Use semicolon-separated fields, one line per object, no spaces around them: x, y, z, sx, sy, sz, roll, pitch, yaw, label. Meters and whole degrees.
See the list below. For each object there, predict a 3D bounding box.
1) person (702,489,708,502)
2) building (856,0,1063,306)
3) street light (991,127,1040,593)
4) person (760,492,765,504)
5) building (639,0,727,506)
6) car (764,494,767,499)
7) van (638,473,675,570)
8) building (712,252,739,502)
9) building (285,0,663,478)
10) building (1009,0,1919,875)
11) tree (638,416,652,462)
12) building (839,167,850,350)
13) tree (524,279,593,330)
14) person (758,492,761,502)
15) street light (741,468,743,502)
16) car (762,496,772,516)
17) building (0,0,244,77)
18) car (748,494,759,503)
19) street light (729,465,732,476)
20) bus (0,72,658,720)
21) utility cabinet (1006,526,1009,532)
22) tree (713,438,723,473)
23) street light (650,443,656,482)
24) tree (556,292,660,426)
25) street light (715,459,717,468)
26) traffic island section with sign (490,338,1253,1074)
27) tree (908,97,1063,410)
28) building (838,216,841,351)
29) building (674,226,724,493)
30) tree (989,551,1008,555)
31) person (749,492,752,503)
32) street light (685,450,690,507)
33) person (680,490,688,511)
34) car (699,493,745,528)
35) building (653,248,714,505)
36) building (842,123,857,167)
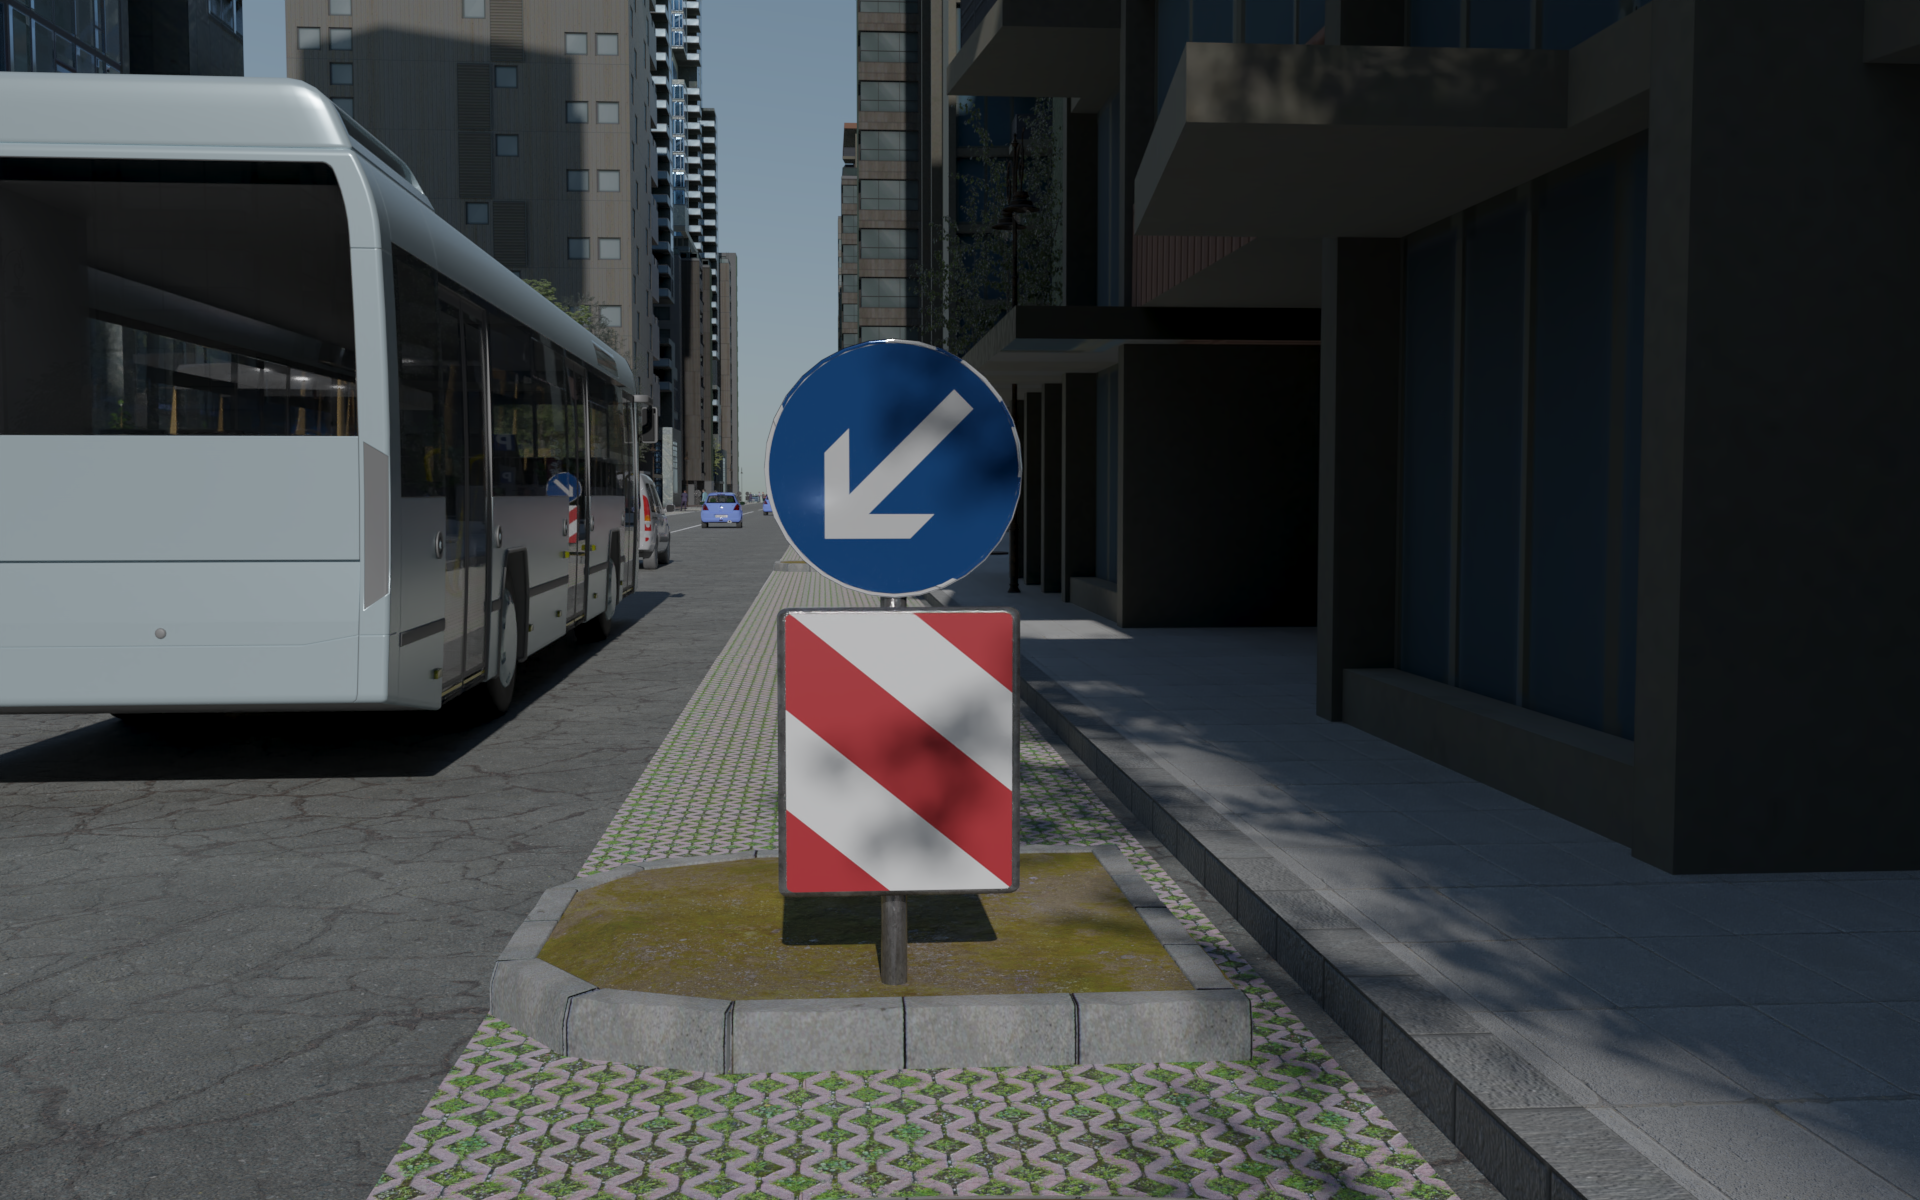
-18.566;-7.207;126.352;0.620;1.820;0.660;1;4;16;person
1.206;-19.919;97.381;14.160;30.474;14.107;0;4;-5;building
0.705;-3.032;22.357;0.468;5.910;1.993;0;4;-5;street light
-29.615;-15.311;259.366;0.750;1.759;0.617;-2;4;-32;person
-46.356;-57.976;260.585;22.319;86.520;31.000;0;4;-5;building
-29.018;-15.632;264.627;2.155;1.783;4.494;0;4;-5;car
-6.681;-1.660;34.145;2.013;2.044;4.112;0;4;-4;van
-43.854;-36.772;284.819;14.154;41.232;14.086;0;4;-5;building
-40.931;-34.379;151.331;28.713;52.752;27.495;0;4;-5;building
11.332;-21.950;13.501;22.147;44.769;28.867;0;4;-5;building
-24.295;-10.678;124.948;4.360;8.622;3.978;0;3;0;tree
-3.673;-23.519;156.239;14.160;30.474;14.107;0;4;-5;building
-22.456;-10.645;92.165;7.486;12.596;7.792;0;3;0;tree
-34.476;-17.637;296.731;0.599;1.838;0.709;1;4;10;person
-37.235;-19.746;295.626;0.468;5.910;1.993;0;4;-5;street light
-12.386;-6.564;116.907;1.945;1.707;3.694;0;4;-4;car
-33.342;-44.801;45.166;31.000;86.520;22.319;0;4;-5;building
-34.616;-17.029;290.428;2.014;1.417;4.499;0;4;-5;car
-34.418;-17.574;260.129;0.468;5.910;1.993;0;4;-5;street light
-4.437;-1.183;14.199;2.948;3.499;13.247;0;4;-5;bus
1.528;-3.008;57.857;1.173;1.500;0.318;1;4;20;utility cabinet
-31.513;-16.256;216.152;4.737;8.622;4.395;0;3;0;tree
-24.990;-10.304;141.264;0.468;5.910;1.993;0;4;-5;street light
-23.284;-11.869;104.435;12.009;13.543;11.850;0;3;0;tree
-31.695;-15.416;224.838;0.468;5.910;1.993;0;4;-5;street light
-0.331;0.209;5.213;1.989;1.847;2.006;0;4;-5;traffic island section with sign
0.961;-4.970;31.620;4.360;8.622;3.978;0;3;0;tree
-11.010;-35.045;256.571;14.154;41.232;14.086;0;4;-5;building
-48.509;-33.149;233.863;32.217;40.220;23.993;0;4;-5;building
0.647;-2.586;36.879;1.663;3.219;1.824;0;3;0;tree
-32.389;-15.824;268.146;0.541;1.710;0.530;0;4;-2;person
-27.860;-12.479;176.820;0.468;5.910;1.993;0;4;-5;street light
-23.016;-8.281;144.343;0.683;1.767;0.568;-1;4;-14;person
-10.125;-3.922;73.723;1.945;1.707;3.694;0;4;-6;car
-36.642;-26.454;204.216;14.160;30.474;14.107;0;4;-5;building
-2.694;-33.525;202.754;22.147;44.769;28.867;0;4;-5;building
